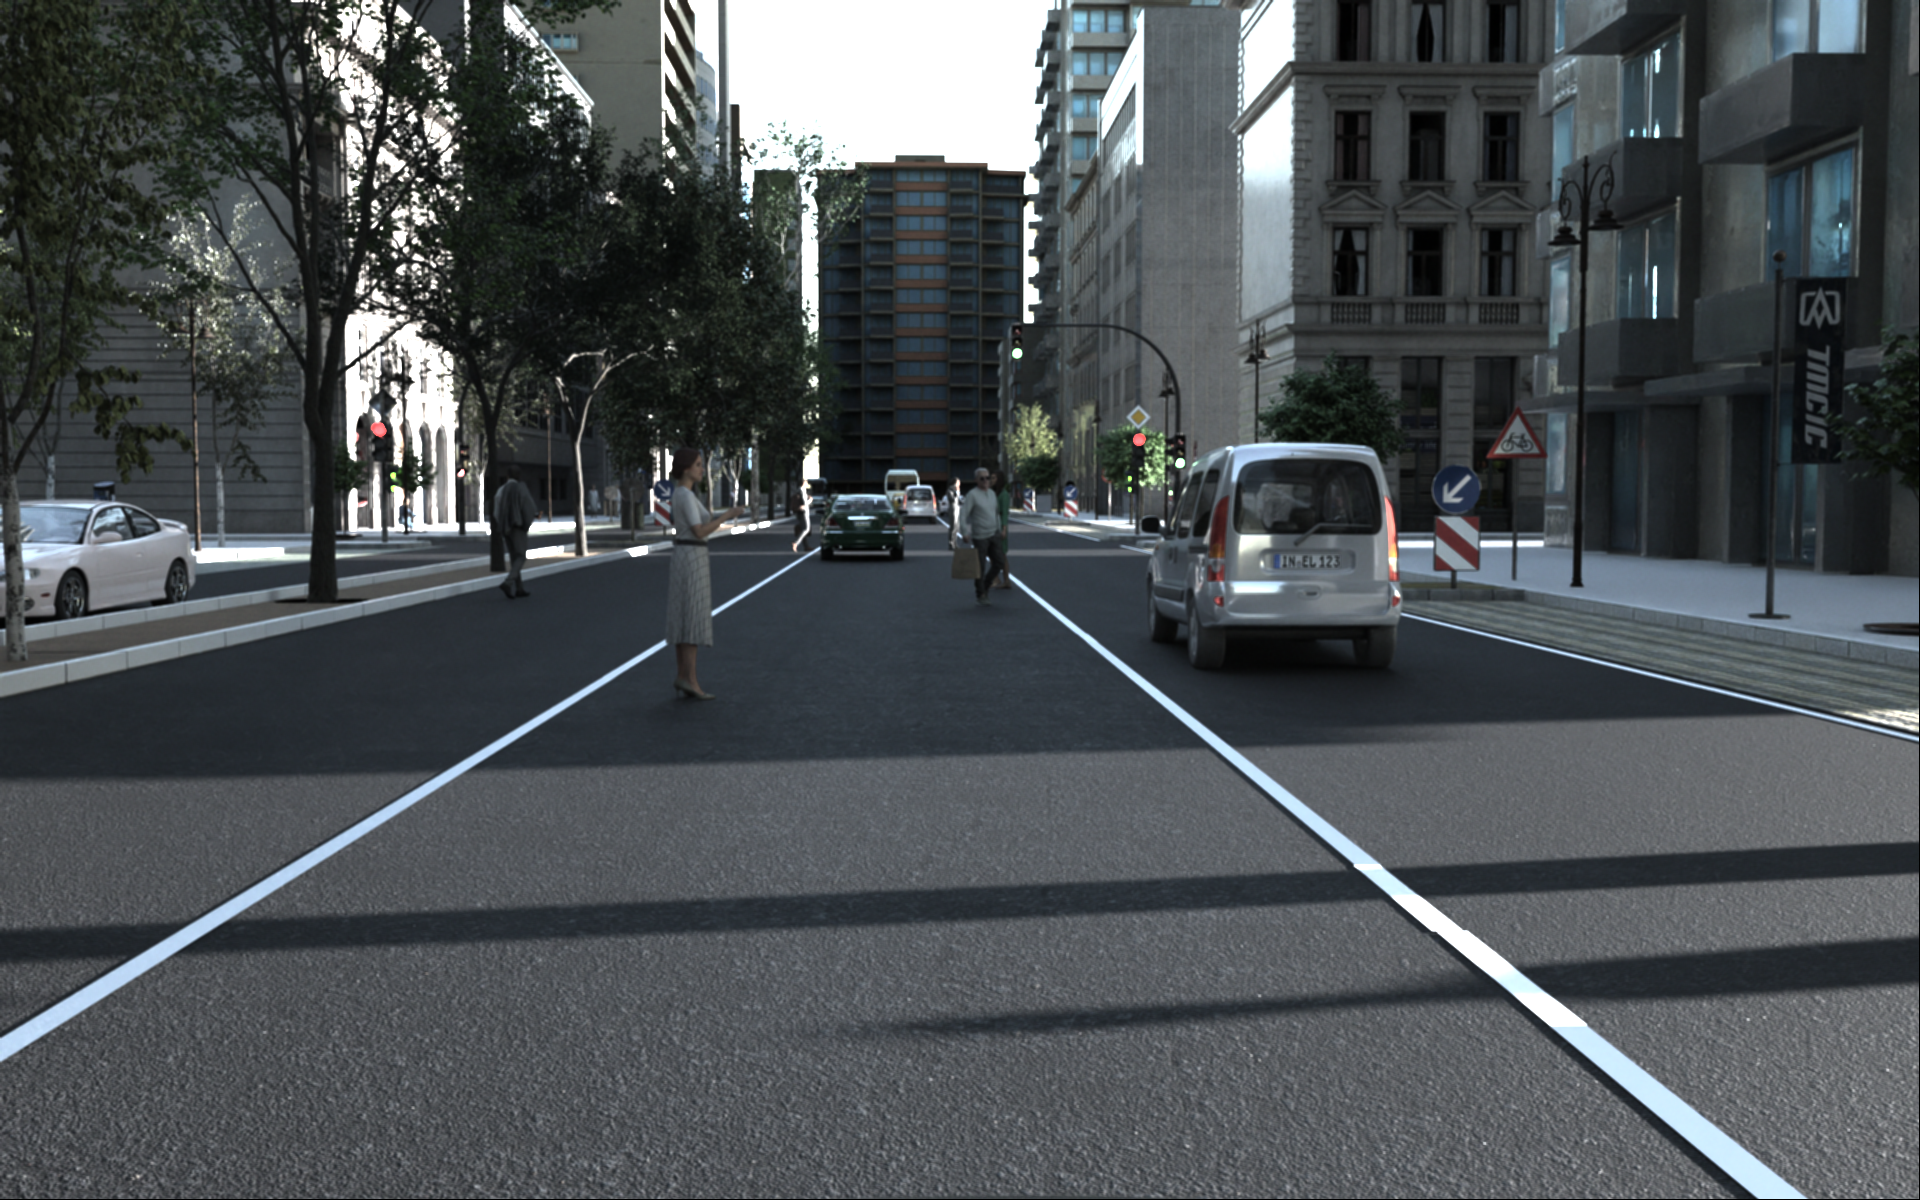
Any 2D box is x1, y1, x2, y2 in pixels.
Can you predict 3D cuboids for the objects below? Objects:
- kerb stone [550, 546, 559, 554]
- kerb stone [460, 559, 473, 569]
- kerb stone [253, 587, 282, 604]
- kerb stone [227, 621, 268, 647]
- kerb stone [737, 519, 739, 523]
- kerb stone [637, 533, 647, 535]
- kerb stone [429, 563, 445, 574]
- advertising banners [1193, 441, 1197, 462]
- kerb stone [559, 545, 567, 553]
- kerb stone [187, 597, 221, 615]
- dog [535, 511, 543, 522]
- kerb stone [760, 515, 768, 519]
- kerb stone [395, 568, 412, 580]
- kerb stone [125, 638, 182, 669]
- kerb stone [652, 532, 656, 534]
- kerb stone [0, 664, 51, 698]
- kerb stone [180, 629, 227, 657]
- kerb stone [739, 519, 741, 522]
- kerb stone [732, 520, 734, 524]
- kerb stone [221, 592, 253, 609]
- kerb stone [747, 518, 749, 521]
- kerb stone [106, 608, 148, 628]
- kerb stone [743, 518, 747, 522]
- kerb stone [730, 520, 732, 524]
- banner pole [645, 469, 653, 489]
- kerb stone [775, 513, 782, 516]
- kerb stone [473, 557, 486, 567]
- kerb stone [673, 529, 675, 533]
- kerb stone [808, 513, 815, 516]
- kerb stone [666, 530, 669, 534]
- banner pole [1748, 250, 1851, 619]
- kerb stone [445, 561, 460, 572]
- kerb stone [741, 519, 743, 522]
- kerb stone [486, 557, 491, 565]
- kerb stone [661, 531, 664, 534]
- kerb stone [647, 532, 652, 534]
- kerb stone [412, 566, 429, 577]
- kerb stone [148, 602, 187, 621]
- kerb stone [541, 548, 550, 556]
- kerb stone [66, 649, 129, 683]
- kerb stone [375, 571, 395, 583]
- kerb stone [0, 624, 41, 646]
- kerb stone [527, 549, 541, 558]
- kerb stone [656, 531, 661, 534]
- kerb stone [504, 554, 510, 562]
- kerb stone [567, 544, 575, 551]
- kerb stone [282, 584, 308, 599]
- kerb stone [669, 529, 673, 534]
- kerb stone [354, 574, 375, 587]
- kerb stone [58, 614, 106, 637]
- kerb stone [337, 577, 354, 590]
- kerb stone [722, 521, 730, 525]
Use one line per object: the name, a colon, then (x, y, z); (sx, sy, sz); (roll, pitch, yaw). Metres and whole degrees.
kerb stone: (-9.771, -1.167, 41.274); (0.120, 0.150, 1.000); (0, 4, -2)
kerb stone: (-9.536, -0.665, 33.091); (0.120, 0.150, 1.000); (0, 4, -2)
kerb stone: (-9.225, -0.038, 22.859); (0.120, 0.150, 1.000); (0, 4, -2)
kerb stone: (-6.943, 0.336, 16.704); (0.120, 0.150, 1.000); (0, 4, -2)
kerb stone: (-11.077, -3.830, 84.873); (0.120, 0.150, 1.000); (0, 4, -2)
kerb stone: (-10.194, -2.015, 55.144); (0.120, 0.150, 1.000); (0, 4, -2)
kerb stone: (-9.473, -0.541, 31.043); (0.120, 0.150, 1.000); (0, 4, -2)
advertising banners: (7.750, -3.664, 56.088); (0.090, 3.025, 2.074); (0, 4, -2)
kerb stone: (-9.808, -1.229, 42.297); (0.120, 0.150, 1.000); (0, 4, -2)
kerb stone: (-9.168, 0.084, 20.815); (0.120, 0.150, 1.000); (0, 4, -2)
dog: (-19.159, -3.760, 78.304); (0.406, 0.507, 0.540); (3, 5, 45)
kerb stone: (-11.595, -4.903, 102.352); (0.120, 0.150, 1.000); (0, 4, -2)
kerb stone: (-9.418, -0.416, 28.994); (0.120, 0.150, 1.000); (0, 4, -2)
kerb stone: (-6.881, 0.461, 14.661); (0.120, 0.150, 1.000); (0, 4, -2)
kerb stone: (-10.250, -2.140, 57.190); (0.120, 0.150, 1.000); (0, 4, -2)
kerb stone: (-6.817, 0.587, 12.607); (0.120, 0.150, 1.000); (0, 4, -2)
kerb stone: (-6.915, 0.398, 15.682); (0.120, 0.150, 1.000); (0, 4, -2)
kerb stone: (-11.103, -3.891, 85.902); (0.120, 0.150, 1.000); (0, 4, -2)
kerb stone: (-11.012, -3.708, 82.829); (0.120, 0.150, 1.000); (0, 4, -2)
kerb stone: (-9.195, 0.022, 21.837); (0.120, 0.150, 1.000); (0, 4, -2)
kerb stone: (-11.225, -4.148, 90.014); (0.120, 0.150, 1.000); (0, 4, -2)
kerb stone: (-9.108, 0.209, 18.772); (0.120, 0.150, 1.000); (0, 4, -2)
kerb stone: (-11.202, -4.085, 88.985); (0.120, 0.150, 1.000); (0, 4, -2)
kerb stone: (-10.980, -3.646, 81.805); (0.120, 0.150, 1.000); (0, 4, -2)
banner pole: (-19.007, -7.071, 105.628); (0.863, 3.779, 0.401); (2, 4, 32)
kerb stone: (-11.934, -5.592, 113.618); (0.120, 0.150, 1.000); (0, 4, -2)
kerb stone: (-9.565, -0.726, 34.112); (0.120, 0.150, 1.000); (0, 4, -2)
kerb stone: (-10.404, -2.453, 62.316); (0.120, 0.150, 1.000); (0, 4, -2)
kerb stone: (-9.890, -5.718, 115.689); (0.120, 0.150, 1.000); (0, 4, -2)
kerb stone: (-10.340, -2.328, 60.259); (0.120, 0.150, 1.000); (0, 4, -2)
banner pole: (8.605, -1.697, 17.755); (0.863, 3.779, 0.401); (2, 4, 25)
kerb stone: (-9.502, -0.603, 32.069); (0.120, 0.150, 1.000); (0, 4, -2)
kerb stone: (-11.137, -3.959, 86.930); (0.120, 0.150, 1.000); (0, 4, -2)
kerb stone: (-9.599, -0.790, 35.134); (0.120, 0.150, 1.000); (0, 4, -2)
kerb stone: (-10.311, -2.266, 59.237); (0.120, 0.150, 1.000); (0, 4, -2)
kerb stone: (-10.222, -2.072, 56.169); (0.120, 0.150, 1.000); (0, 4, -2)
kerb stone: (-9.442, -0.472, 30.021); (0.120, 0.150, 1.000); (0, 4, -2)
kerb stone: (-9.138, 0.152, 19.794); (0.120, 0.150, 1.000); (0, 4, -2)
kerb stone: (-9.752, -1.104, 40.245); (0.120, 0.150, 1.000); (0, 4, -2)
kerb stone: (-6.848, 0.527, 13.638); (0.120, 0.150, 1.000); (0, 4, -2)
kerb stone: (-9.376, -0.353, 27.973); (0.120, 0.150, 1.000); (0, 4, -2)
kerb stone: (-9.044, 0.337, 16.727); (0.120, 0.150, 1.000); (0, 4, -2)
kerb stone: (-9.724, -1.039, 39.223); (0.120, 0.150, 1.000); (0, 4, -2)
kerb stone: (-10.283, -2.203, 58.213); (0.120, 0.150, 1.000); (0, 4, -2)
kerb stone: (-9.623, -0.854, 36.158); (0.120, 0.150, 1.000); (0, 4, -2)
kerb stone: (-9.833, -1.288, 43.319); (0.120, 0.150, 1.000); (0, 4, -2)
kerb stone: (-9.264, -0.103, 23.880); (0.120, 0.150, 1.000); (0, 4, -2)
kerb stone: (-10.372, -2.391, 61.287); (0.120, 0.150, 1.000); (0, 4, -2)
kerb stone: (-9.355, -0.291, 26.949); (0.120, 0.150, 1.000); (0, 4, -2)
kerb stone: (-9.078, 0.276, 17.750); (0.120, 0.150, 1.000); (0, 4, -2)
kerb stone: (-9.324, -0.228, 25.923); (0.120, 0.150, 1.000); (0, 4, -2)
kerb stone: (-10.957, -3.583, 80.783); (0.120, 0.150, 1.000); (0, 4, -2)
